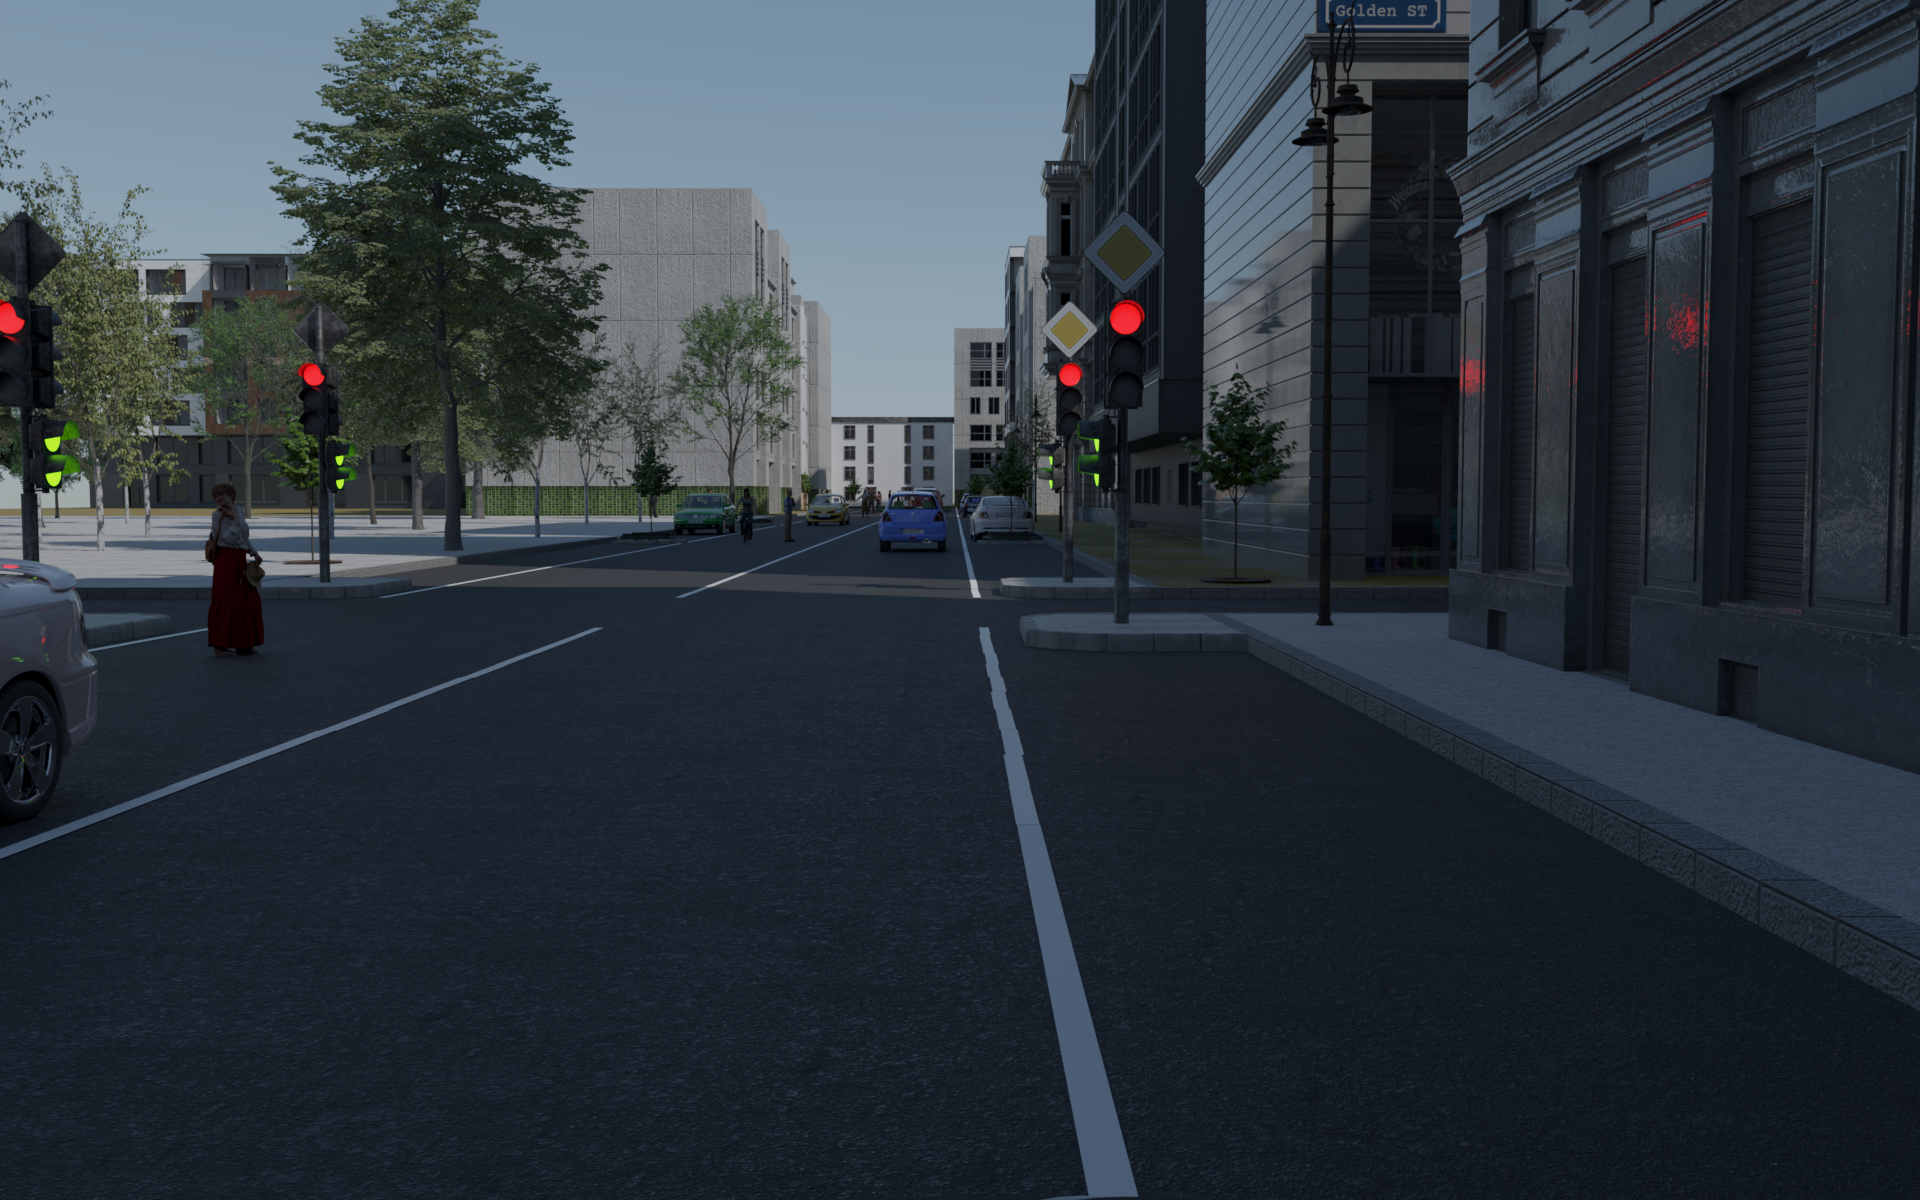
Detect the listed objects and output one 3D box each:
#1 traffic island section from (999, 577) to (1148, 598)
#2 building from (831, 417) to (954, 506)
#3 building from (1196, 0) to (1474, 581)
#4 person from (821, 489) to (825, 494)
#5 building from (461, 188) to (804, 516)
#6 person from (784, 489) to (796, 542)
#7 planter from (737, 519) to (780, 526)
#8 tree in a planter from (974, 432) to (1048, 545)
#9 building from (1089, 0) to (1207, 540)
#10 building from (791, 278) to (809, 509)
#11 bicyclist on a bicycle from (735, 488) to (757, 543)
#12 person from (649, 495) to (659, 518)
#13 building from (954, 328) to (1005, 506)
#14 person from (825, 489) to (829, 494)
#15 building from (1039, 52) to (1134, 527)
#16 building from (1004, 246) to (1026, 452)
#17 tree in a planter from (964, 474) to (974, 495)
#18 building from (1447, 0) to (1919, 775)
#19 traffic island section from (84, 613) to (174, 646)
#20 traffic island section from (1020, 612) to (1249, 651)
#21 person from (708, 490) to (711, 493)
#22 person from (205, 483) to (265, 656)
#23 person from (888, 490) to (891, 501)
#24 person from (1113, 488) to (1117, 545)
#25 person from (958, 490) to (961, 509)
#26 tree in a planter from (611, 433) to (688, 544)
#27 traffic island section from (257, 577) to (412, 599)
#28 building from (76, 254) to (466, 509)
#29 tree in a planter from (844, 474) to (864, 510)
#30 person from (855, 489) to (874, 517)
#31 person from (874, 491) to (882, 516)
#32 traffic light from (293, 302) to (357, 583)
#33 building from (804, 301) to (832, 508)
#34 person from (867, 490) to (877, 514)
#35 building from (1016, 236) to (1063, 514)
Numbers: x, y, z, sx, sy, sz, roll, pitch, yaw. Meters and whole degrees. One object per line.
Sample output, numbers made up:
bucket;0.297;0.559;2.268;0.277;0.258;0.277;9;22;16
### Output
traffic island section;1.595;-0.179;25.213;2.009;0.180;2.903;0;4;0
building;-14.658;-15.093;188.912;28.070;9.664;9.099;0;4;0
building;19.860;-15.457;30.212;29.804;29.767;11.434;0;4;0
person;-11.915;-8.853;151.583;0.721;1.735;1.217;-2;4;-33
building;-20.461;-15.270;116.118;16.747;18.905;31.486;0;4;0
person;-5.126;-2.545;52.172;0.319;1.574;0.516;1;4;21
planter;-9.128;-3.463;77.752;1.991;0.319;1.994;0;4;0
tree in a planter;1.484;-3.215;49.782;1.991;3.239;1.994;0;4;0
building;11.980;-15.872;53.010;14.314;27.812;24.014;0;4;0
building;-21.114;-17.914;149.317;16.016;20.091;11.380;0;4;0
bicyclist on a bicycle;-6.307;-2.519;51.207;1.499;1.676;1.625;0;4;-1
person;-16.733;-5.325;93.909;0.445;1.727;0.742;2;4;34
building;15.102;-19.980;193.134;31.486;18.905;16.747;0;4;0
person;-8.695;-6.430;114.354;1.217;1.735;0.721;3;5;41
building;11.103;-16.127;82.766;14.460;24.649;34.723;0;4;0
building;17.956;-19.280;159.208;27.936;21.610;32.646;0;4;0
tree in a planter;1.181;-7.934;126.937;1.991;3.239;1.994;0;4;0
building;9.067;-9.587;5.897;9.793;20.994;18.267;0;4;0
traffic island section;-9.214;0.311;17.189;2.009;0.180;2.903;0;4;0
traffic island section;1.628;0.309;17.228;2.009;0.180;2.903;0;4;0
person;-13.752;-5.359;96.025;0.546;1.535;0.453;1;4;9
person;-6.437;-0.267;15.338;0.387;1.526;0.523;1;4;23
person;-6.369;-9.142;158.110;0.705;1.807;1.348;1;4;13
person;3.994;-2.165;42.911;0.415;1.643;0.593;0;4;-4
person;-0.039;-9.834;169.422;0.705;1.807;1.348;-1;4;-10
tree in a planter;-9.026;-3.260;50.524;1.991;3.239;1.994;0;4;0
traffic island section;-9.246;-0.177;25.174;2.009;0.180;2.903;0;4;0
building;-60.791;-19.406;161.257;32.646;21.610;27.936;0;4;0
tree in a planter;-9.447;-9.578;153.829;1.991;3.239;1.994;0;4;0
person;-5.864;-5.944;106.411;1.217;1.736;0.721;1;4;16
person;-5.472;-6.447;115.381;0.593;1.643;0.415;0;4;3
traffic light;-9.206;-2.189;25.041;0.839;4.213;0.868;0;4;0
building;-28.748;-18.386;167.074;31.486;18.905;16.747;0;4;0
person;-6.522;-7.240;127.424;0.990;1.755;0.434;1;4;15
building;13.029;-15.952;127.265;16.747;18.905;31.486;0;4;0
